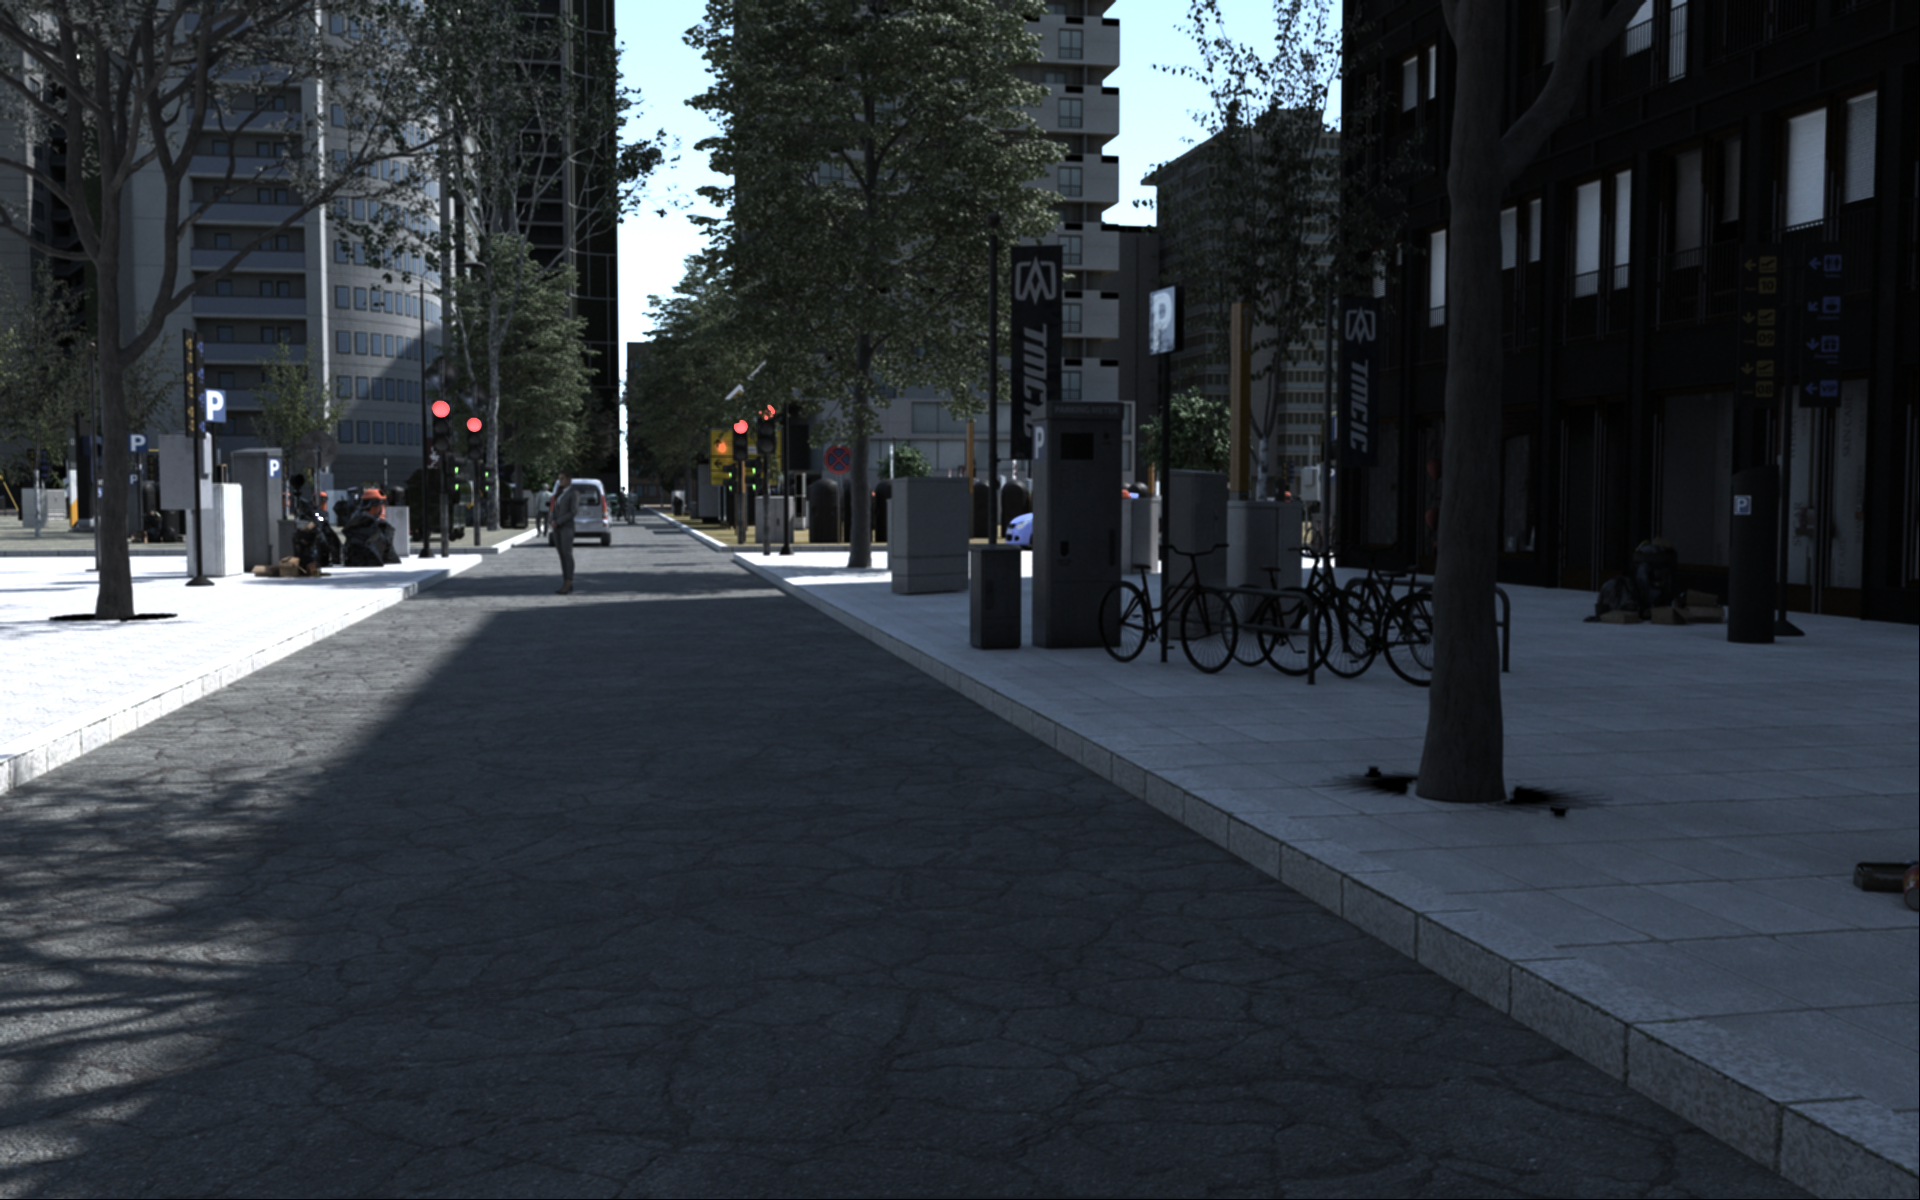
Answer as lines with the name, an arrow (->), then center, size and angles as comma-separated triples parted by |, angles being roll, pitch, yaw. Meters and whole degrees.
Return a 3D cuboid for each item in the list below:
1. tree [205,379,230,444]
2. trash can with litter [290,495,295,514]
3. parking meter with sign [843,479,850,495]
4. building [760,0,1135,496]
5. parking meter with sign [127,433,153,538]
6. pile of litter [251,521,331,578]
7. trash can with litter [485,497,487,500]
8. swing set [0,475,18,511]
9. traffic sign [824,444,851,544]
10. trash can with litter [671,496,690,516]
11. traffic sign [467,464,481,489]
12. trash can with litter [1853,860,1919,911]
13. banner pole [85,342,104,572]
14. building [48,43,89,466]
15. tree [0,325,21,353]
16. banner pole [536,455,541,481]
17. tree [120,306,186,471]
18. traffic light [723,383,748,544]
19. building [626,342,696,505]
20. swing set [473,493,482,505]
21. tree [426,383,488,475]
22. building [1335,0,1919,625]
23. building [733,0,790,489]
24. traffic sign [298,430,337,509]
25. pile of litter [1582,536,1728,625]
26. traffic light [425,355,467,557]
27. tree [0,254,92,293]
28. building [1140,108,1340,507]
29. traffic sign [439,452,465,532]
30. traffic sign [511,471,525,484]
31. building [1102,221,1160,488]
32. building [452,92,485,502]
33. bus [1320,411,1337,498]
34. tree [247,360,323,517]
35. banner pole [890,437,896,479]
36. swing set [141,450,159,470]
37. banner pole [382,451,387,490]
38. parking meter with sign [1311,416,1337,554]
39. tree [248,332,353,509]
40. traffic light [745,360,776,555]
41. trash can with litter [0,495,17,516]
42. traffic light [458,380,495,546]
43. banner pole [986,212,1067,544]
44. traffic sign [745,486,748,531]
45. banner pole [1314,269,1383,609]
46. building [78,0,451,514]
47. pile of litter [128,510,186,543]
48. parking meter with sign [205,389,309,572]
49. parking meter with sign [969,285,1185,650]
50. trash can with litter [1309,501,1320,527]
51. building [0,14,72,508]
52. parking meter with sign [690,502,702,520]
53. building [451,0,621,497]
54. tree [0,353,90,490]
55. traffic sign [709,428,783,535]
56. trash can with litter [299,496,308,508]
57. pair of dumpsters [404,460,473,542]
tree -> -48.662, -9.777, 110.223 | 4.360, 8.622, 3.978 | 0, 3, 0
trash can with litter -> -42.504, -6.139, 111.426 | 2.233, 1.210, 1.678 | 1, 4, 18
parking meter with sign -> -5.563, -5.530, 86.676 | 0.543, 3.016, 1.738 | -1, 4, -16
building -> -2.366, -34.116, 147.027 | 28.713, 52.752, 27.495 | -1, 4, -11
parking meter with sign -> -24.170, -3.324, 50.609 | 0.543, 3.016, 1.738 | -3, 4, -36
pile of litter -> -10.441, -0.799, 27.027 | 1.176, 0.858, 1.719 | -1, 4, -18
trash can with litter -> -19.808, -3.795, 73.436 | 0.624, 1.170, 1.055 | -1, 4, -23
swing set -> -49.631, -5.498, 87.508 | 2.862, 2.851, 3.119 | 0, 4, -1
traffic sign -> -3.118, -2.720, 44.570 | 0.768, 2.556, 0.104 | -1, 4, -8
trash can with litter -> -16.220, -5.470, 100.818 | 1.055, 1.170, 0.624 | -2, 4, -30
traffic sign -> -19.709, -4.333, 70.852 | 0.884, 2.594, 0.081 | 0, 4, -8
trash can with litter -> 3.793, 0.343, 5.451 | 2.233, 1.210, 1.678 | -1, 4, -12
banner pole -> -14.288, -2.380, 28.929 | 0.401, 3.779, 0.863 | 1, 4, 13
building -> -77.991, -31.666, 167.857 | 14.200, 45.320, 14.600 | -1, 4, -11
tree -> -26.850, -5.800, 45.189 | 4.737, 8.622, 4.395 | 0, 3, 0
banner pole -> -24.004, -6.646, 98.679 | 0.401, 3.779, 0.863 | 0, 4, 6
tree -> -32.030, -7.126, 66.870 | 4.360, 8.622, 3.978 | 0, 3, 0
traffic light -> -5.606, -3.372, 44.058 | 0.839, 4.253, 0.868 | -1, 4, -11
building -> -28.185, -23.132, 223.251 | 28.899, 21.520, 27.650 | -1, 4, -11
swing set -> -29.656, -6.950, 111.255 | 3.119, 2.851, 2.862 | 0, 4, 0
tree -> -29.431, -9.293, 102.304 | 4.360, 8.622, 3.978 | 0, 3, 0
building -> 14.133, -11.833, 23.154 | 12.332, 23.373, 15.834 | -1, 4, -11
building -> -12.008, -38.612, 173.299 | 21.231, 58.520, 28.212 | -1, 4, -11
traffic sign -> -12.775, -2.101, 34.460 | 0.768, 2.556, 0.104 | 0, 4, -6
pile of litter -> 7.140, -0.211, 17.411 | 1.719, 0.858, 1.176 | 1, 4, 11
traffic light -> -10.413, -2.816, 34.971 | 0.839, 4.253, 0.868 | -1, 4, -11
tree -> -28.181, -6.227, 52.172 | 4.360, 8.622, 3.978 | 0, 3, 0
building -> 33.439, -29.905, 180.831 | 23.993, 40.220, 32.217 | -1, 4, -11
traffic sign -> -15.365, -3.198, 52.396 | 0.768, 2.556, 0.104 | 0, 4, -5
traffic sign -> -23.918, -5.730, 93.784 | 0.768, 2.556, 0.104 | 0, 4, -5
building -> 12.740, -25.396, 186.925 | 14.107, 30.474, 14.160 | -1, 4, -11
building -> -57.431, -28.776, 162.364 | 23.993, 40.220, 32.217 | -1, 4, -11
bus -> 15.481, -3.232, 44.385 | 12.252, 3.916, 2.896 | -1, 4, -9
tree -> -37.181, -8.874, 95.450 | 4.360, 8.622, 3.978 | 0, 3, 0
banner pole -> -2.913, -5.211, 75.218 | 0.401, 3.779, 0.863 | 1, 4, 16
swing set -> -28.657, -3.886, 61.163 | 3.119, 2.851, 2.862 | -1, 4, -21
banner pole -> -33.716, -6.825, 101.601 | 0.401, 3.779, 0.863 | 0, 4, -3
parking meter with sign -> 8.180, -2.554, 38.016 | 0.543, 3.016, 1.738 | 2, 4, 28
tree -> -30.411, -7.920, 79.860 | 4.737, 8.622, 4.395 | 0, 3, 0
traffic light -> -4.074, -2.893, 36.221 | 0.839, 4.253, 0.868 | -1, 4, -11
trash can with litter -> -55.868, -5.543, 101.691 | 1.678, 1.210, 2.233 | 3, 4, 37
traffic light -> -11.945, -3.296, 42.808 | 0.839, 4.253, 0.868 | -1, 4, -11
banner pole -> 0.519, -1.556, 15.453 | 0.863, 3.779, 0.401 | 1, 4, 13
traffic sign -> -7.365, -3.652, 59.708 | 0.884, 2.594, 0.081 | 0, 4, -4
banner pole -> 4.337, -1.799, 19.437 | 0.863, 3.779, 0.401 | -1, 4, -15
building -> -48.952, -35.693, 125.578 | 21.231, 58.520, 28.212 | -1, 4, -11
pile of litter -> -21.281, -1.935, 45.605 | 1.719, 0.858, 1.176 | -1, 4, -11
parking meter with sign -> -11.629, -1.981, 28.651 | 1.738, 3.016, 0.543 | 1, 4, 15
parking meter with sign -> 0.963, -1.118, 14.543 | 1.738, 3.016, 0.543 | -1, 4, -17
trash can with litter -> 13.674, -3.287, 65.130 | 1.055, 1.170, 0.624 | 0, 4, 7
building -> -94.570, -44.214, 161.159 | 20.611, 71.187, 20.563 | -1, 4, -11
parking meter with sign -> -12.901, -5.571, 87.353 | 1.738, 3.016, 0.543 | 2, 4, 35
building -> -52.743, -47.428, 213.700 | 20.611, 71.187, 20.563 | -1, 4, -11
tree -> -49.790, -8.808, 94.374 | 4.737, 8.622, 4.395 | 0, 3, 0
traffic sign -> -6.650, -3.669, 53.866 | 2.265, 3.308, 0.079 | -1, 4, -9
trash can with litter -> -34.305, -4.868, 90.984 | 1.055, 1.170, 0.624 | 1, 4, 9
pair of dumpsters -> -14.621, -2.817, 48.548 | 1.574, 2.255, 4.437 | -1, 4, -11
